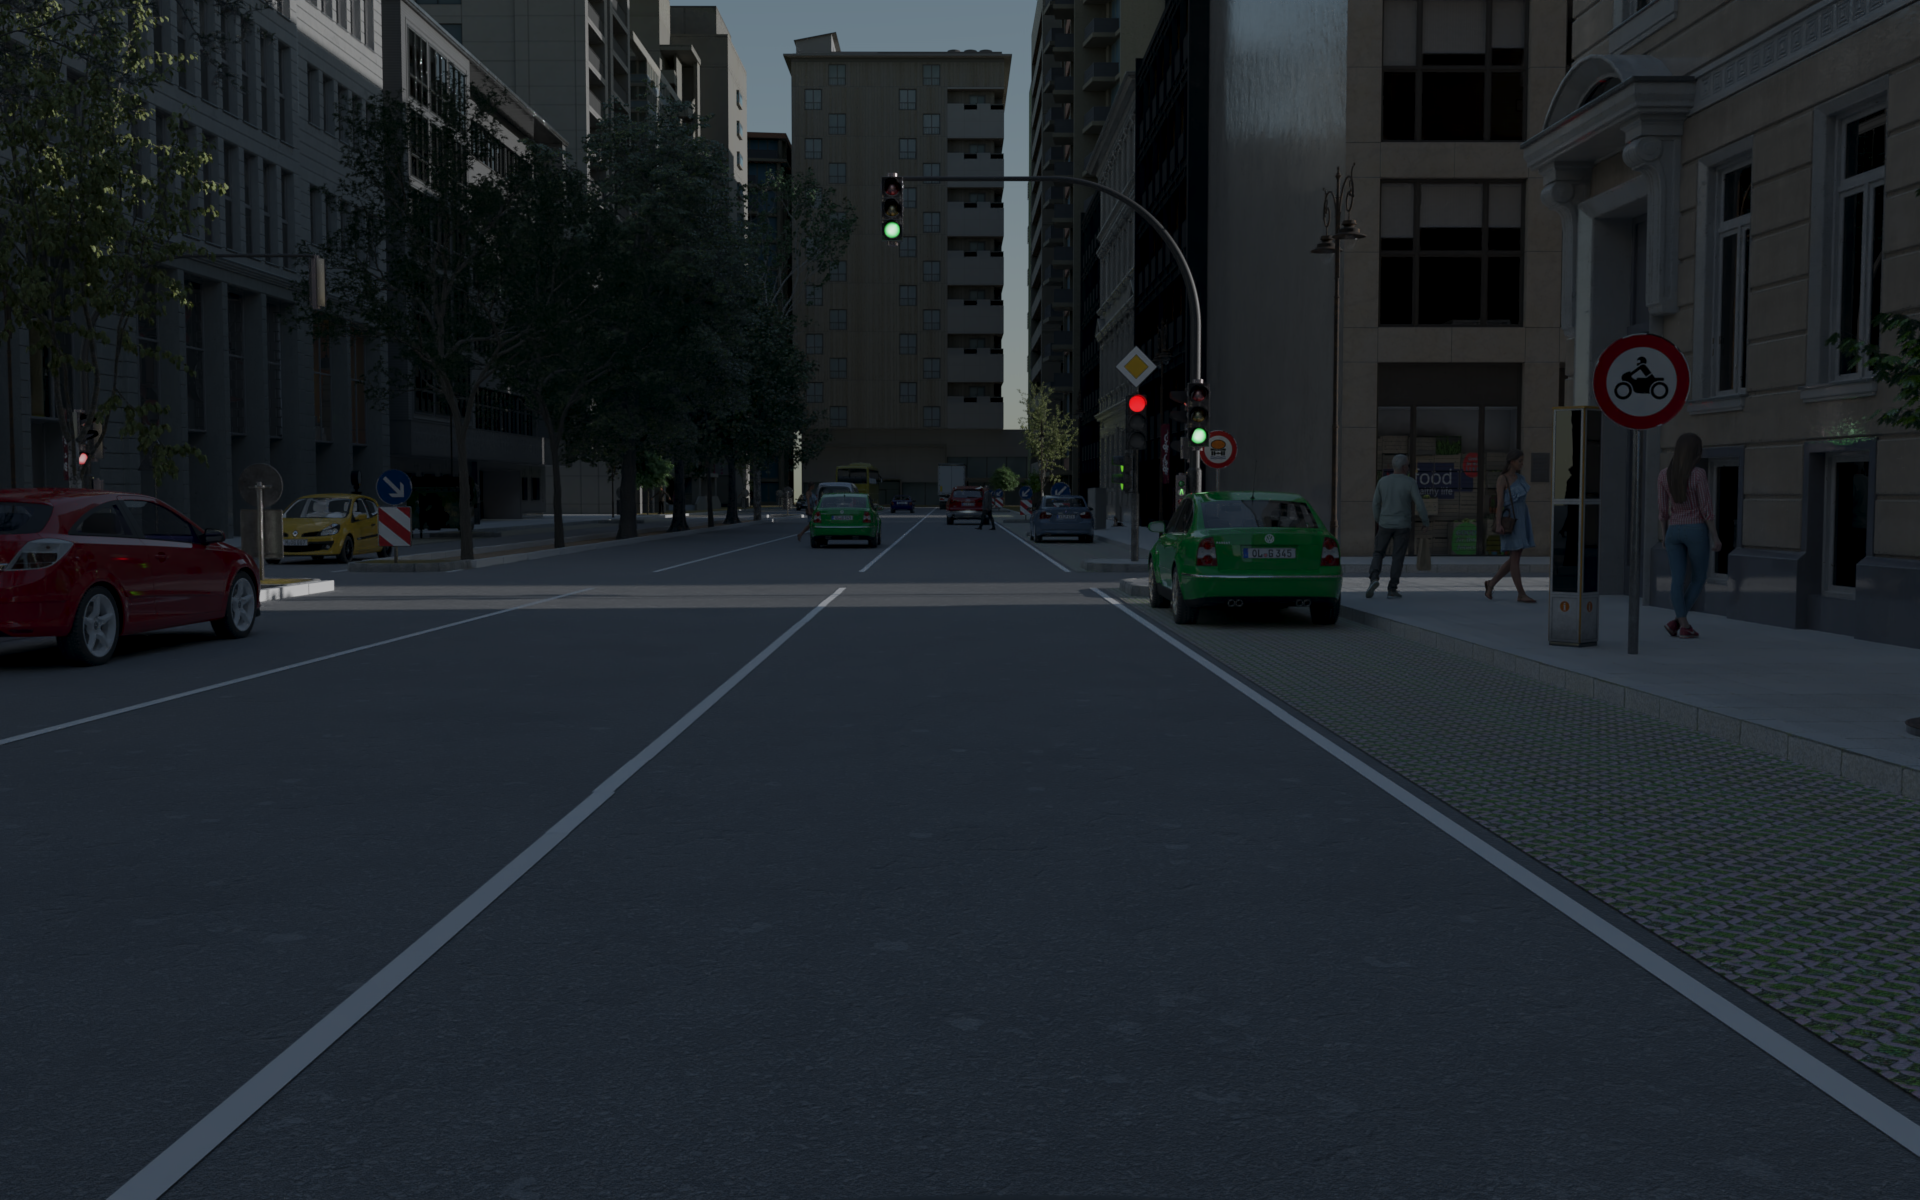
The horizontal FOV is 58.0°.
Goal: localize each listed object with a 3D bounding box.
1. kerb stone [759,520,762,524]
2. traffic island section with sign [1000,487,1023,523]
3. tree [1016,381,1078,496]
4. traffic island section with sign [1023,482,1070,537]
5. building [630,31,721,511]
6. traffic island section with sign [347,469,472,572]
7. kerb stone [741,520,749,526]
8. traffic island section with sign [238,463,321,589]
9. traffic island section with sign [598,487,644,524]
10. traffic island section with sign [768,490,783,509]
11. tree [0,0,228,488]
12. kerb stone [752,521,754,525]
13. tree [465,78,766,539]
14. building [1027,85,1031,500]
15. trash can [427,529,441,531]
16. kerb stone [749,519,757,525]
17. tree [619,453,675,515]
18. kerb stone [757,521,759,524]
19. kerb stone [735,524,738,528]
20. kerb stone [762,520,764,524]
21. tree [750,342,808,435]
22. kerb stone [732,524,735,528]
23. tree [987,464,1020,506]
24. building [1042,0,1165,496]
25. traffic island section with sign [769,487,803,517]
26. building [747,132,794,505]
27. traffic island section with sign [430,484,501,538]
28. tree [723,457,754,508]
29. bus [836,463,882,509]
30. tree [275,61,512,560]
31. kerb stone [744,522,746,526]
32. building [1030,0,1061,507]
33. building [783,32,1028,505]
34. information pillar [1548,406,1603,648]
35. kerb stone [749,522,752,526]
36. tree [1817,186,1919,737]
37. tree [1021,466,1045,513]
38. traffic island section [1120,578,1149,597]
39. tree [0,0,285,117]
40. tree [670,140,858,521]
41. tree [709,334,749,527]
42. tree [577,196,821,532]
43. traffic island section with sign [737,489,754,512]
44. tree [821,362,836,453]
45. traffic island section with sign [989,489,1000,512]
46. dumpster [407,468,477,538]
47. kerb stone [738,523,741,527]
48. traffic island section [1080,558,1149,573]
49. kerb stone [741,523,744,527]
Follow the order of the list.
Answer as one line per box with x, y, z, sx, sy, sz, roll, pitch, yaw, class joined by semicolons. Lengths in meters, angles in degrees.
-9.636;-3.672;82.228;0.120;0.150;1.000;0;4;0;kerb stone
3.140;-4.739;86.117;1.989;1.847;2.006;0;4;0;traffic island section with sign
5.446;-9.892;112.089;4.737;8.622;4.395;0;3;0;tree
3.248;-3.053;58.547;1.989;1.847;2.006;0;4;0;traffic island section with sign
-36.690;-27.473;141.059;32.217;40.220;23.993;0;4;0;building
-10.456;-1.500;32.660;2.006;1.907;1.989;0;4;0;traffic island section with sign
-9.623;-3.357;77.108;0.120;0.150;1.000;0;4;0;kerb stone
-10.433;-1.047;25.253;2.006;1.907;1.989;0;4;0;traffic island section with sign
-16.489;-4.643;84.537;1.989;1.847;2.006;0;4;0;traffic island section with sign
-16.826;-9.362;161.692;1.989;1.847;2.006;0;4;0;traffic island section with sign
-10.413;-4.116;20.119;4.737;8.622;4.395;0;3;0;tree
-9.628;-3.477;79.161;0.120;0.150;1.000;0;4;0;kerb stone
-10.500;-8.878;54.274;9.857;13.997;8.962;0;3;0;tree
13.854;-30.045;174.838;14.154;41.232;14.086;0;4;0;building
-18.535;-3.019;61.014;0.748;1.137;0.748;0;3;0;trash can
-9.640;-3.547;80.182;0.120;0.150;1.000;0;4;0;kerb stone
-18.890;-7.412;104.902;4.285;4.588;4.351;0;3;0;tree
-9.639;-3.609;81.205;0.120;0.150;1.000;0;4;0;kerb stone
-9.594;-3.103;72.999;0.120;0.150;1.000;0;4;0;kerb stone
-9.643;-3.730;83.255;0.120;0.150;1.000;0;4;0;kerb stone
-10.553;-8.363;73.599;8.767;10.594;7.601;0;4;0;tree
-9.591;-3.037;71.977;0.120;0.150;1.000;0;4;0;kerb stone
4.619;-12.338;185.443;4.285;4.588;4.351;0;3;0;tree
17.646;-29.140;131.061;22.147;44.769;28.867;0;4;0;building
-10.797;-6.096;107.798;2.006;1.907;1.989;0;4;0;traffic island section with sign
-34.037;-33.572;203.532;28.867;44.769;22.147;0;4;0;building
-16.372;-2.994;57.582;1.989;1.847;2.006;0;4;0;traffic island section with sign
-19.715;-12.636;156.962;4.737;8.622;4.395;0;3;0;tree
-7.954;-8.847;136.191;2.896;3.916;12.252;0;4;1;bus
-10.262;-6.074;36.184;8.767;10.594;7.601;0;4;0;tree
-9.615;-3.296;76.079;0.120;0.150;1.000;0;4;0;kerb stone
17.503;-32.565;156.132;21.300;48.544;21.600;0;4;0;building
-5.873;-37.791;207.120;27.495;52.752;28.713;0;4;0;building
5.192;-0.619;14.607;0.304;2.012;0.304;-3;5;-40;information pillar
-9.617;-3.422;78.138;0.120;0.150;1.000;0;4;0;kerb stone
5.583;-0.875;8.906;1.663;3.219;1.824;0;3;0;tree
5.046;-7.709;120.651;1.663;3.219;1.824;0;3;0;tree
3.393;-0.171;25.075;2.009;0.180;2.903;0;4;0;traffic island section
-10.253;-6.036;11.513;12.009;13.543;11.850;0;3;0;tree
-12.092;-14.363;93.180;12.611;20.169;13.585;0;3;0;tree
-10.506;-6.648;45.565;8.767;10.594;7.601;0;4;0;tree
-10.549;-8.892;64.844;9.611;12.733;9.660;0;3;0;tree
-16.710;-7.713;134.737;1.989;1.847;2.006;0;4;0;traffic island section with sign
-10.848;-9.955;82.223;9.611;12.733;9.660;0;3;0;tree
2.922;-7.752;135.369;1.989;1.847;2.006;0;4;0;traffic island section with sign
-16.535;-3.071;55.157;1.985;2.255;1.502;0;4;1;dumpster
-9.602;-3.168;74.021;0.120;0.150;1.000;0;4;0;kerb stone
3.358;-0.659;33.060;2.009;0.180;2.903;0;4;0;traffic island section
-9.612;-3.231;75.057;0.120;0.150;1.000;0;4;0;kerb stone
